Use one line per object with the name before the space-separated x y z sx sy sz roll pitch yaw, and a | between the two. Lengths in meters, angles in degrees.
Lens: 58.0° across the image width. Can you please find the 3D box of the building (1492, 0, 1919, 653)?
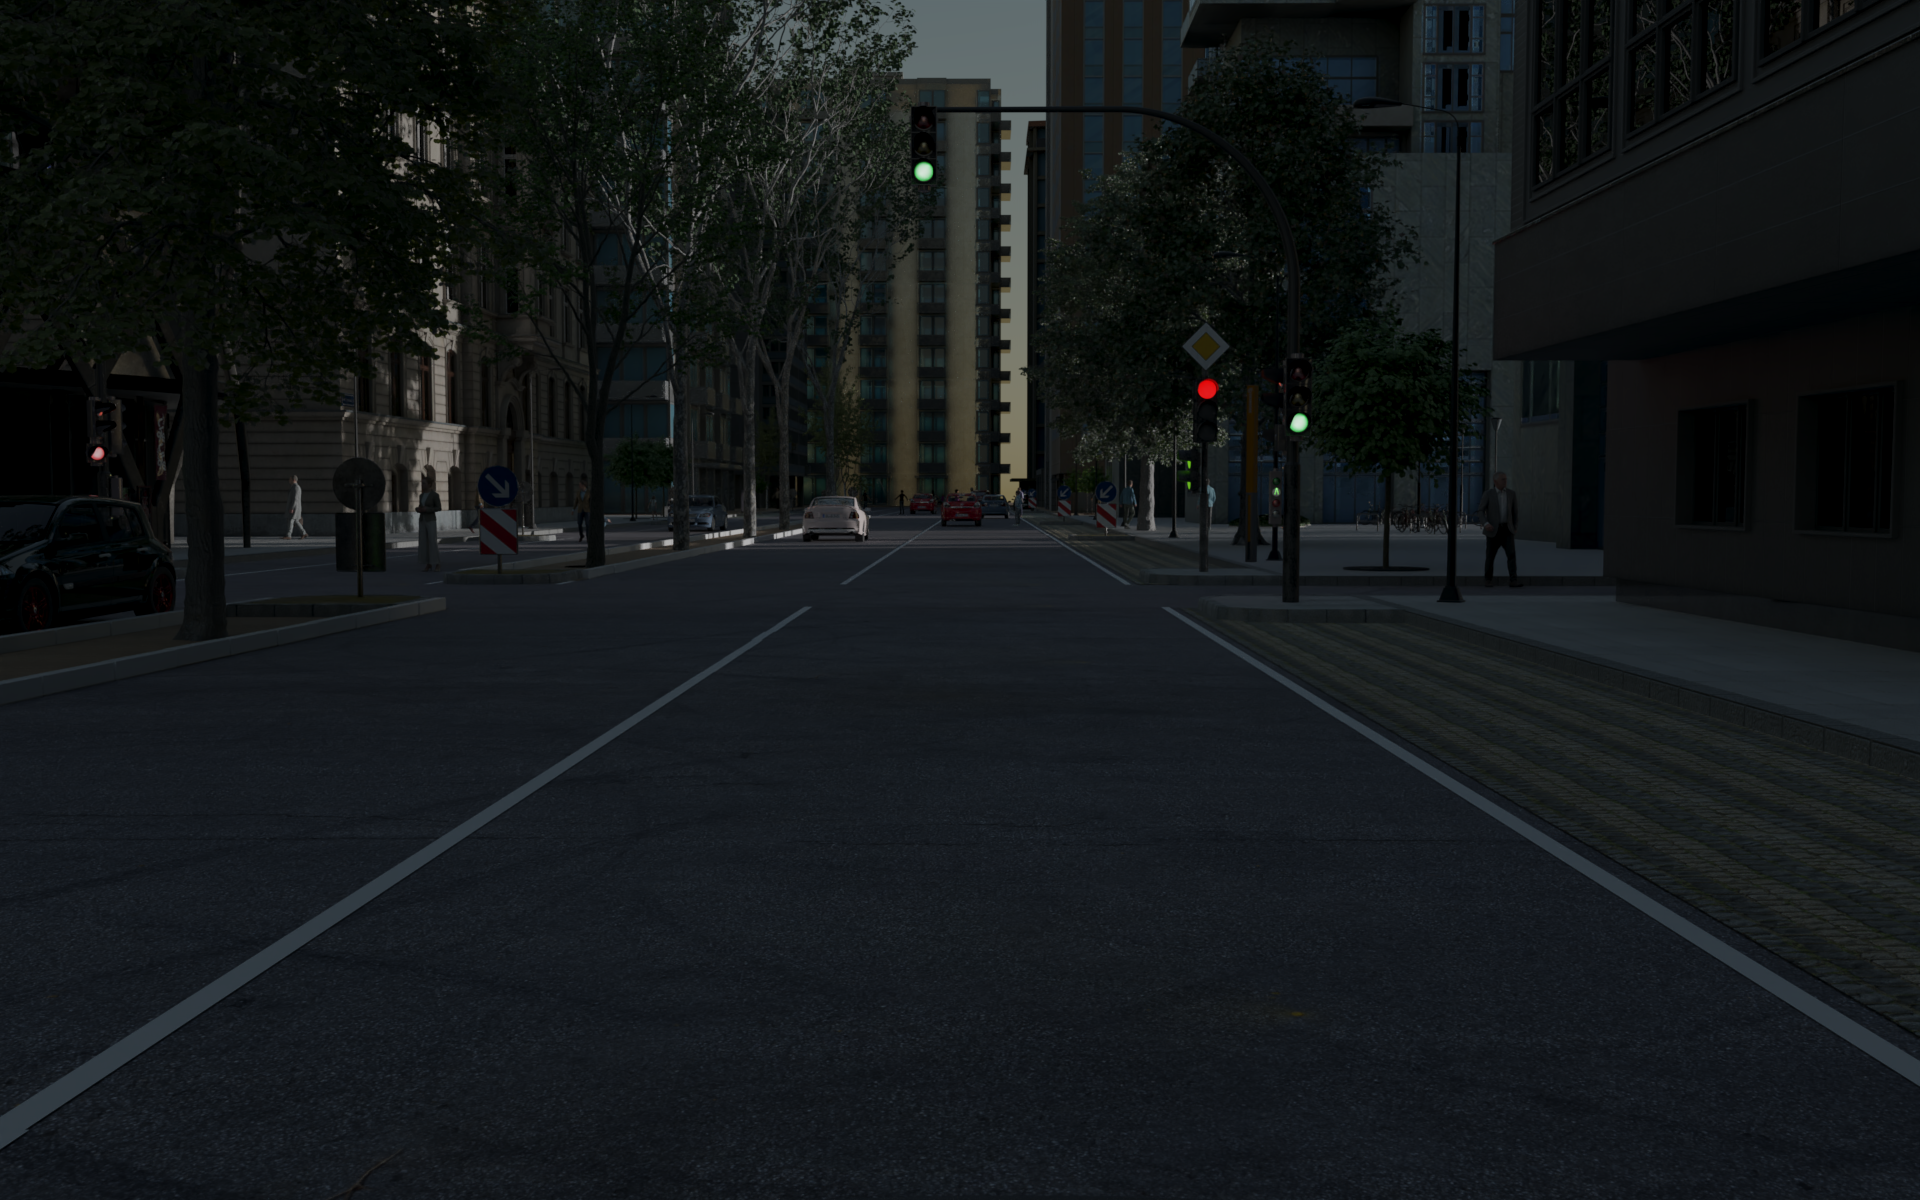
building | 13.004 -13.114 7.916 14.314 27.812 24.014 0 4 1

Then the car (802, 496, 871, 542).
car | -3.806 -2.506 53.335 2.083 1.381 4.827 0 4 0

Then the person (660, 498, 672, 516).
person | -16.475 -5.686 99.234 0.699 1.804 1.509 -3 5 -44

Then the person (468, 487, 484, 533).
person | -15.809 -3.118 56.940 0.656 1.842 0.836 3 5 39

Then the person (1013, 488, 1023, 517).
person | 3.619 -6.118 108.395 0.599 1.838 0.709 -2 4 -30

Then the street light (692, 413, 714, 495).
street light | -14.729 -7.725 98.851 1.470 5.913 1.316 0 4 1

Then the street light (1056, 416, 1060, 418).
street light | 6.410 -8.010 103.509 1.470 5.913 1.316 0 4 1

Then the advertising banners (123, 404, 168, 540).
advertising banners | -15.640 -2.260 33.141 0.090 3.025 2.074 0 4 3

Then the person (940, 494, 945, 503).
person | -1.783 -9.899 173.570 0.599 1.433 0.991 -3 5 -42

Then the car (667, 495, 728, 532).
car | -10.178 -3.392 67.458 2.014 1.417 4.499 0 4 2

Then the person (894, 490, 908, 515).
person | -4.086 -6.779 120.168 1.217 1.723 0.721 -3 4 -37

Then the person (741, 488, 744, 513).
person | -14.770 -6.833 118.428 0.551 1.740 0.621 3 5 41

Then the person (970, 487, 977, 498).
person | 0.663 -5.237 94.358 0.478 1.798 0.641 1 4 15

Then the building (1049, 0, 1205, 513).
building | 13.733 -28.904 122.699 14.600 45.320 14.200 0 4 1

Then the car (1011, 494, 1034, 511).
car | 5.300 -8.232 144.382 2.009 1.686 4.222 0 4 1

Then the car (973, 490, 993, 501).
car | 1.855 -9.076 157.068 2.281 1.827 5.304 0 4 -1

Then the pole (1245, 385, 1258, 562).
pole | 5.492 -2.369 32.579 0.158 3.312 0.155 0 3 0

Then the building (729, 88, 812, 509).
building | -26.654 -28.855 163.665 23.993 40.220 32.217 0 4 1

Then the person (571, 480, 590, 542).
person | -11.199 -2.634 51.472 0.656 1.842 0.836 -1 4 -22

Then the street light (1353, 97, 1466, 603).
street light | 5.299 -2.929 20.430 1.470 5.913 1.316 0 4 1

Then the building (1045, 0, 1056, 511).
building | 17.594 -36.784 143.415 21.231 58.520 28.212 0 4 1

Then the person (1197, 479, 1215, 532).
person | 8.437 -3.244 59.108 0.660 1.820 0.620 -2 4 -32

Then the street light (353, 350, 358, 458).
street light | -15.517 -4.494 46.026 1.470 5.913 1.316 0 4 1

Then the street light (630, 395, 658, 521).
street light | -14.871 -6.658 81.394 1.470 5.913 1.316 0 4 1

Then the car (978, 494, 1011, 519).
car | 2.016 -5.510 102.088 2.014 1.417 4.499 0 4 2

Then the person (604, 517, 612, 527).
person | -12.579 -2.835 60.358 0.738 1.151 1.012 2 4 29

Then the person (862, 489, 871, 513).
person | -7.315 -7.703 134.461 0.705 1.822 1.348 -2 4 -33

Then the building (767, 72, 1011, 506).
building | -9.443 -35.461 199.396 30.456 49.044 23.786 0 4 1

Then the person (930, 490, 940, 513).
person | -2.048 -7.363 129.612 1.217 1.735 0.721 -1 4 -13

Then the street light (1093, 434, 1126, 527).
street light | 5.949 -5.851 68.212 1.470 5.913 1.316 0 4 1

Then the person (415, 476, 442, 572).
person | -9.865 -1.406 32.041 0.519 1.759 0.362 2 4 25

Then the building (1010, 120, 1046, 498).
building | 20.190 -33.176 197.058 28.867 44.769 22.147 0 4 1

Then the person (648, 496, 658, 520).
person | -15.099 -4.529 85.105 0.505 1.210 0.382 0 3 0

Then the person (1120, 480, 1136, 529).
person | 6.130 -3.479 63.264 0.444 1.785 0.601 -3 5 -42

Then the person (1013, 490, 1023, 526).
person | 2.584 -4.101 77.360 0.330 1.601 0.589 2 4 33

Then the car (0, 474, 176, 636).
car | -9.715 -0.495 17.875 2.009 1.686 4.222 0 4 1

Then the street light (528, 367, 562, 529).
street light | -15.167 -5.562 63.481 1.470 5.913 1.316 0 4 1

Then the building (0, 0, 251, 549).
building | -24.889 -10.366 36.933 16.820 18.784 16.811 0 4 1

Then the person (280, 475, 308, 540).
person | -18.702 -2.595 48.569 0.767 1.812 0.694 -1 4 -20

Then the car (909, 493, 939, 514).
car | -2.599 -7.020 123.809 2.155 1.783 4.494 0 4 2

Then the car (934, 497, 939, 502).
car | -2.878 -8.481 150.470 2.131 1.459 4.920 0 4 -1

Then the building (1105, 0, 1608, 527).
building | 19.707 -47.305 86.111 22.319 86.520 31.000 0 4 1

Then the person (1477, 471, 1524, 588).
person | 8.276 -1.073 26.437 0.661 1.777 0.834 -1 4 -13

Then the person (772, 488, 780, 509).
person | -15.441 -8.615 146.906 0.705 1.823 1.348 -3 5 -44

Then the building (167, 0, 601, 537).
building | -23.428 -15.240 68.262 14.460 24.649 34.723 0 4 1

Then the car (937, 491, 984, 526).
car | 0.042 -4.219 78.018 2.155 1.783 4.494 0 4 -1

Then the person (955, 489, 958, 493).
person | -0.114 -5.992 107.159 0.721 1.739 1.217 -1 4 -14

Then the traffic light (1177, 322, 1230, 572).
traffic light | 3.999 -2.417 28.445 0.839 4.253 0.868 0 4 1

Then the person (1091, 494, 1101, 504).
person | 8.466 -6.136 105.996 1.348 1.869 0.705 -3 4 -39

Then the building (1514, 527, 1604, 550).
building | 29.627 -44.268 36.448 31.000 86.520 22.319 0 4 1

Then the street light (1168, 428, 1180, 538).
street light | 5.749 -4.784 50.755 1.470 5.913 1.316 0 4 1

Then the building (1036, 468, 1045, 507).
building | 18.015 -44.630 167.949 20.563 71.187 20.611 0 4 1

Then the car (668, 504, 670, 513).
car | -13.322 -4.451 85.351 1.945 1.354 3.894 0 4 0

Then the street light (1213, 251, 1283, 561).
street light | 5.541 -3.716 33.299 1.470 5.913 1.316 0 4 1

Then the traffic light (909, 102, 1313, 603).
traffic light | 1.805 -2.794 20.346 4.771 5.953 1.251 0 4 1

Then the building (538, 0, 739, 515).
building | -27.240 -30.514 118.520 23.786 49.044 30.456 0 4 1

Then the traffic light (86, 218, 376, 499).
traffic light | -12.068 -3.303 28.667 4.771 5.953 1.251 0 4 1

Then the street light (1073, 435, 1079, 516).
street light | 6.197 -6.919 85.669 1.470 5.913 1.316 0 4 1
